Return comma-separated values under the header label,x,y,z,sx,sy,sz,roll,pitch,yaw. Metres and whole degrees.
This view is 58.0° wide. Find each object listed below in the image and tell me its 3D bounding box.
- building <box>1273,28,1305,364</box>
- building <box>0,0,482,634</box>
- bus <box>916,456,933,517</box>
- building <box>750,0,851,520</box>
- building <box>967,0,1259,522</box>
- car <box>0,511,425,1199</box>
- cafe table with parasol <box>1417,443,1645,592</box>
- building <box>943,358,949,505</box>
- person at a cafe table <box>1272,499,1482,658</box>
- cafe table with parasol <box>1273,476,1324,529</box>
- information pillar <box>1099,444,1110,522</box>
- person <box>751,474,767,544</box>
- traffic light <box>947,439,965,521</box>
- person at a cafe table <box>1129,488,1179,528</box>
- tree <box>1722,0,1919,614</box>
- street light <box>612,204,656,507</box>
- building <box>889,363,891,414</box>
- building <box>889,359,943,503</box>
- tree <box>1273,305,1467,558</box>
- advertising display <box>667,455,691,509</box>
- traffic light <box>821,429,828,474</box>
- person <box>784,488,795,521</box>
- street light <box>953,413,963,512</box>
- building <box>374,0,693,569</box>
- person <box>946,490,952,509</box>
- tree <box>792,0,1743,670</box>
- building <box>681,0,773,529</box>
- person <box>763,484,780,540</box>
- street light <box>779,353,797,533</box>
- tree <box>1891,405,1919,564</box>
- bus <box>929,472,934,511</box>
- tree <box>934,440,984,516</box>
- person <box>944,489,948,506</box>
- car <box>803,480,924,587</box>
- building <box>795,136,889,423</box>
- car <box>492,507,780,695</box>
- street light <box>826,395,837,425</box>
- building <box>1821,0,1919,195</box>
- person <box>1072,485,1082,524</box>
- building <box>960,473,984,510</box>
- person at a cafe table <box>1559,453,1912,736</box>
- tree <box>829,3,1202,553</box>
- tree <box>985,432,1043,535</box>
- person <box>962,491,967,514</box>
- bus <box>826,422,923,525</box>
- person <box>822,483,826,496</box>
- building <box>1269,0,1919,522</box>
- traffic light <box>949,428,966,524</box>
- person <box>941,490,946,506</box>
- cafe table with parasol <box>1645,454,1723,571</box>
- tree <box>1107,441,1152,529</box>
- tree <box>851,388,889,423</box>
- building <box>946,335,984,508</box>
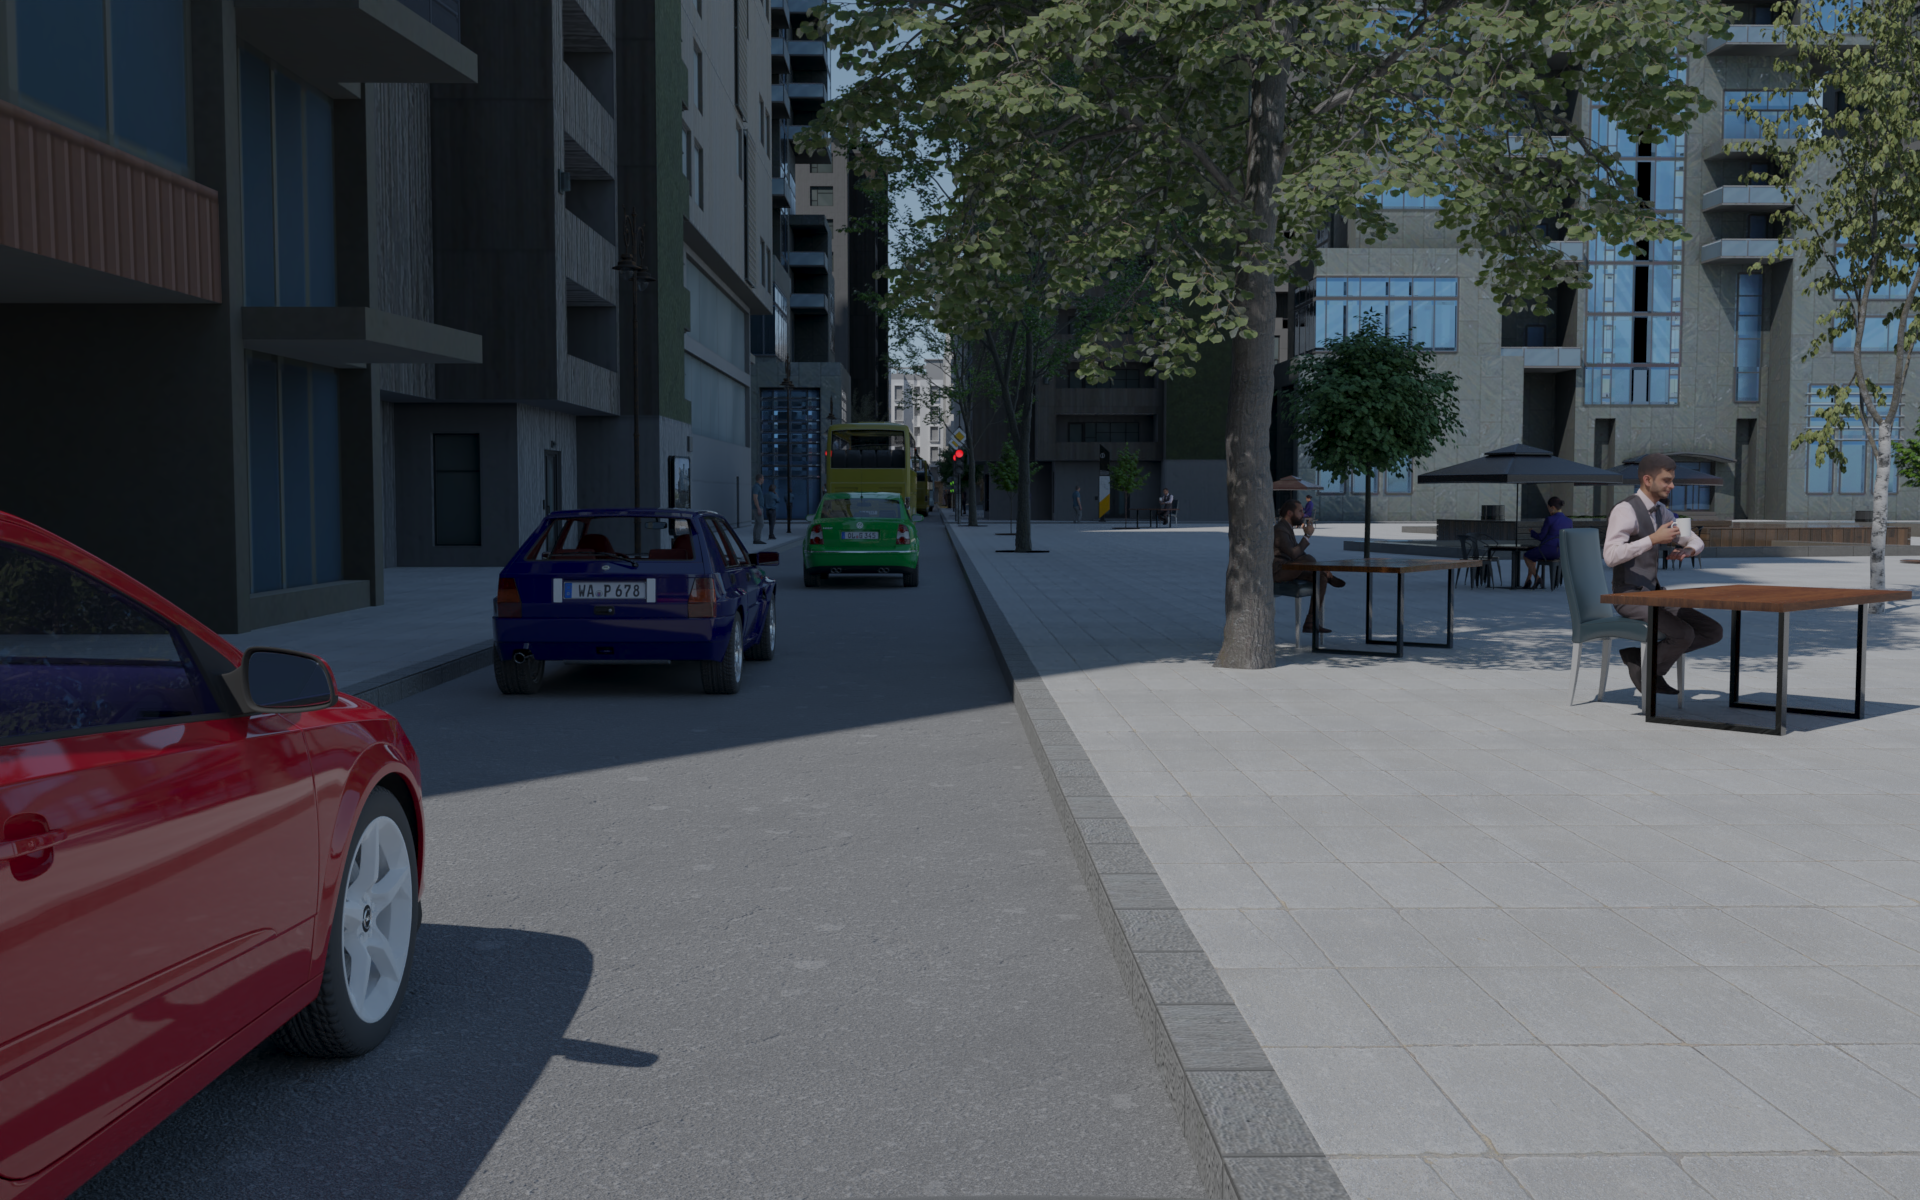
label,x,y,z,sx,sy,sz,roll,pitch,yaw
building,14.659,-32.317,117.623,28.713,52.752,27.495,0,4,-1
building,-16.152,-21.750,10.238,22.147,44.769,28.867,0,4,-1
bus,-3.269,-7.354,111.787,2.896,3.916,12.252,0,4,0
building,-17.237,-48.015,97.724,22.319,86.520,31.000,0,4,-1
building,7.383,-19.284,86.999,14.107,30.474,14.160,0,4,-1
car,-2.383,0.360,3.157,2.155,1.783,4.494,0,4,0
cafe table with parasol,7.564,-1.141,23.517,2.610,1.966,2.610,2,4,34
building,6.368,-21.397,216.298,16.747,18.905,31.486,0,4,-1
person at a cafe table,3.185,-0.216,14.396,1.726,1.238,1.698,3,4,37
cafe table with parasol,12.258,-3.625,64.137,2.610,1.966,2.610,0,4,-4
information pillar,6.686,-5.435,80.224,0.504,3.616,0.183,1,4,11
person,-5.144,-2.341,44.440,0.434,1.807,0.598,0,4,5
traffic light,-0.181,-5.638,81.098,0.839,4.253,0.868,0,4,-1
person at a cafe table,7.598,-3.509,65.880,1.622,1.524,1.698,-3,5,-39
tree,10.075,-4.165,18.453,4.737,8.622,4.395,0,3,0
street light,-5.233,-3.375,27.975,0.468,5.910,1.993,0,4,-1
building,-24.817,-21.855,223.789,31.486,18.905,16.747,0,4,-1
building,-7.160,-23.980,248.492,11.380,20.091,16.016,0,4,-1
tree,7.039,-2.844,30.214,4.285,4.588,4.351,0,3,0
advertising display,-4.748,-1.476,29.339,0.123,1.923,0.974,0,4,7
traffic light,-5.471,-5.143,73.010,0.839,4.253,0.868,0,4,-1
person,-8.108,-4.522,82.193,0.499,1.552,0.429,3,4,39
street light,-0.025,-7.574,96.619,0.468,5.910,1.993,0,4,-1
building,-13.129,-15.947,32.430,14.160,30.474,14.107,0,4,-1
person,-1.007,-8.968,153.358,0.600,1.739,0.565,0,4,2
tree,2.541,-5.780,12.627,7.486,12.596,7.792,0,3,0
building,-20.428,-28.587,56.635,27.495,52.752,28.713,0,4,-1
person,-5.298,-2.470,48.633,0.429,1.552,0.499,-2,4,-27
street light,-5.644,-5.148,56.953,0.468,5.910,1.993,0,4,-1
tree,17.914,-2.292,32.070,1.663,3.219,1.824,0,3,0
bus,-3.603,-9.254,146.169,2.948,3.499,13.247,0,4,-2
tree,0.022,-7.148,100.584,4.285,4.588,4.351,0,3,0
person,-1.479,-10.545,179.001,0.434,1.755,0.990,0,4,2
car,-1.560,-1.177,28.033,1.959,1.807,4.718,0,4,-2
building,-13.011,-22.626,141.628,14.160,30.474,14.107,0,4,-1
car,-2.449,-0.070,13.727,1.945,1.354,3.894,0,4,-1
street light,-6.015,-6.633,81.231,0.468,5.910,1.993,0,4,-1
building,53.677,-19.317,87.542,14.107,30.474,14.160,0,4,-1
person,5.119,-4.069,75.150,0.434,1.807,0.598,-1,4,-13
building,15.803,-27.661,144.136,32.217,40.220,23.993,0,4,-1
person at a cafe table,4.302,-0.091,10.002,1.698,1.524,1.622,-3,5,-41
tree,1.237,-6.839,37.566,9.928,11.665,9.643,0,3,0
tree,1.497,-3.644,54.175,1.663,3.219,1.824,0,3,0
person,0.214,-6.232,109.398,0.415,1.643,0.593,0,4,-6
bus,-2.794,-4.069,58.068,2.896,3.916,12.252,0,4,0
person,-5.465,-3.951,71.446,0.445,1.727,0.742,0,4,3
building,31.059,-47.520,89.619,31.000,86.520,22.319,0,4,-1
traffic light,-0.051,-5.149,73.114,0.839,4.253,0.868,0,4,-1
person,-1.721,-11.232,190.348,0.621,1.740,0.551,0,4,4
cafe table with parasol,11.773,-1.522,29.749,2.610,1.966,2.610,-2,4,-31
tree,6.215,-4.212,63.475,1.663,3.219,1.824,0,3,0
tree,-7.082,-10.435,120.980,4.360,8.622,3.978,0,3,0
building,6.683,-18.708,162.301,16.016,20.091,11.380,0,4,-1
